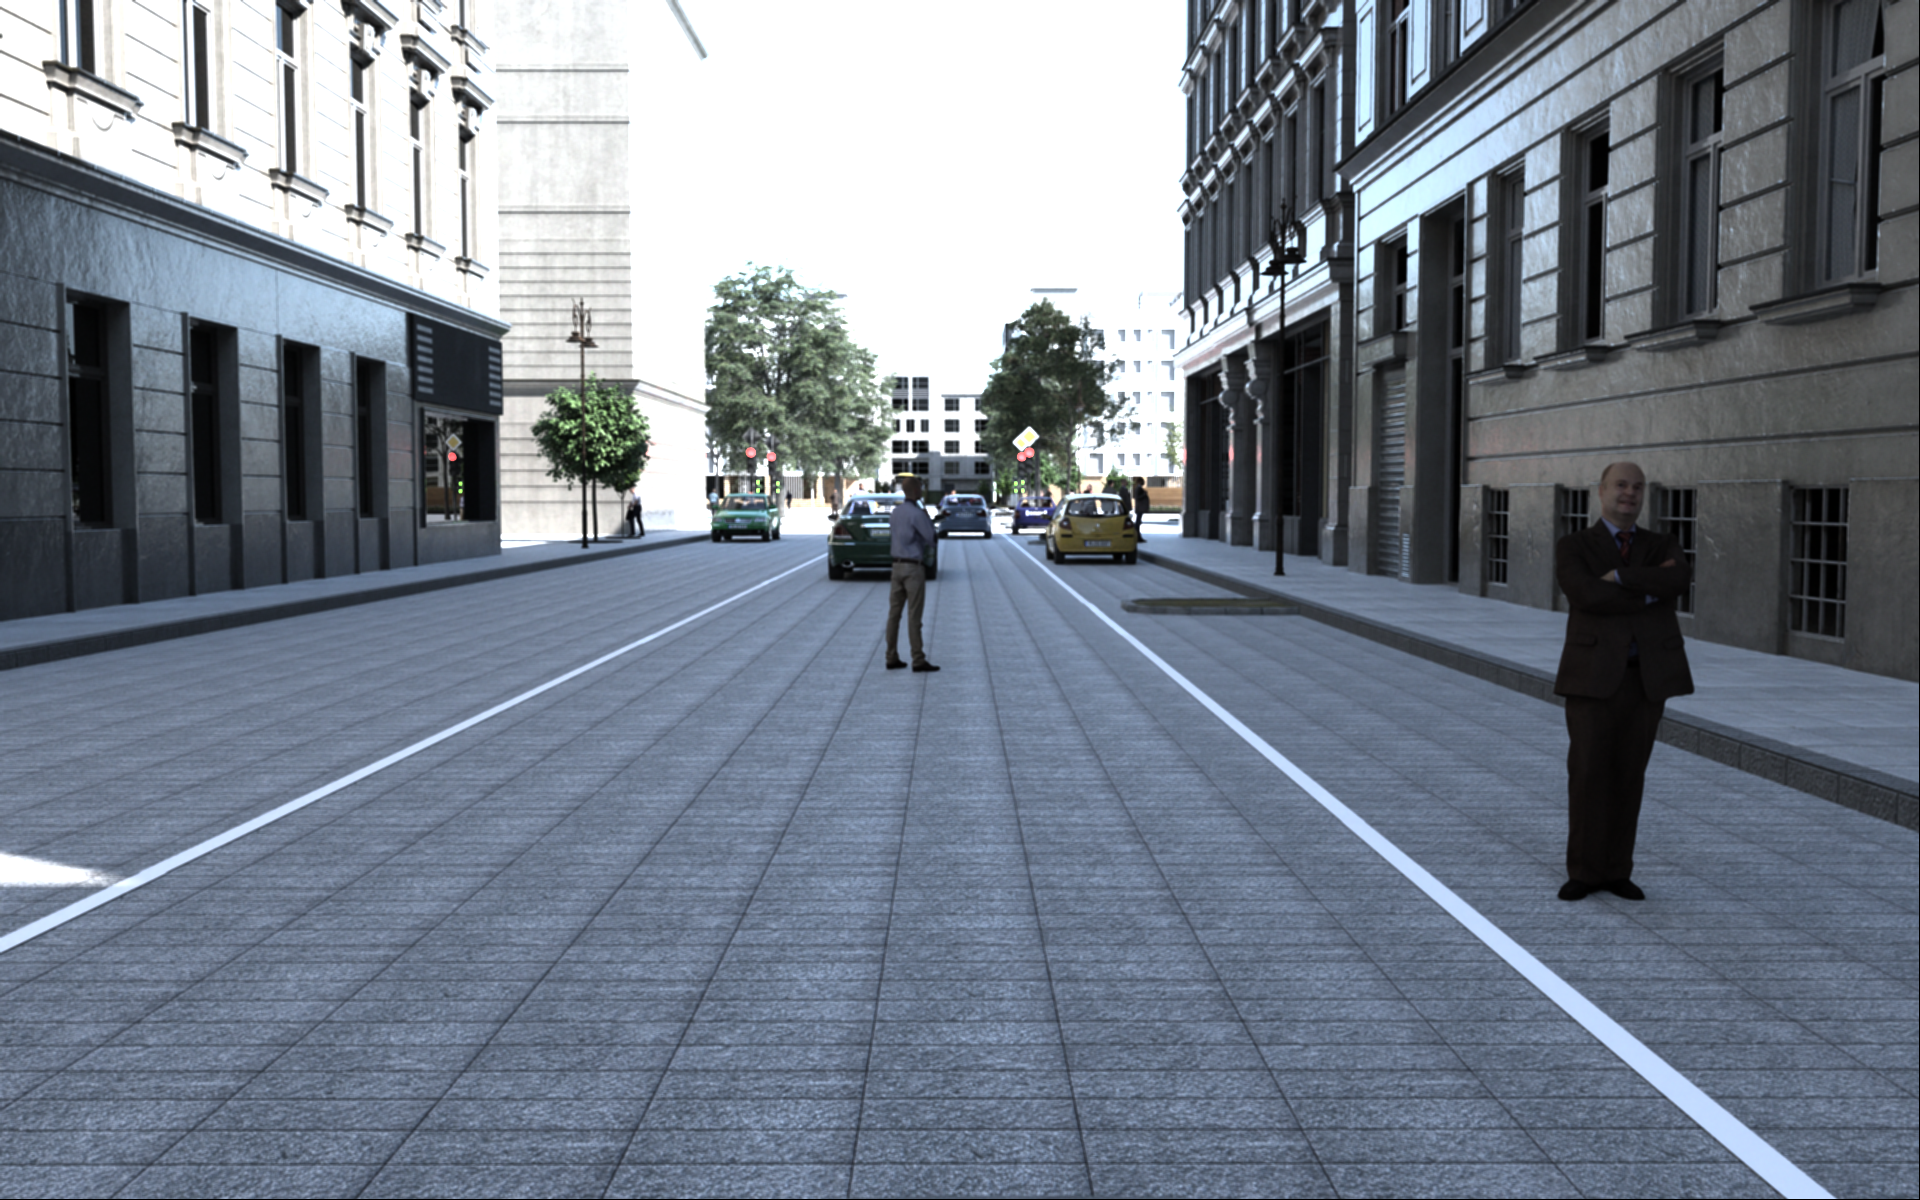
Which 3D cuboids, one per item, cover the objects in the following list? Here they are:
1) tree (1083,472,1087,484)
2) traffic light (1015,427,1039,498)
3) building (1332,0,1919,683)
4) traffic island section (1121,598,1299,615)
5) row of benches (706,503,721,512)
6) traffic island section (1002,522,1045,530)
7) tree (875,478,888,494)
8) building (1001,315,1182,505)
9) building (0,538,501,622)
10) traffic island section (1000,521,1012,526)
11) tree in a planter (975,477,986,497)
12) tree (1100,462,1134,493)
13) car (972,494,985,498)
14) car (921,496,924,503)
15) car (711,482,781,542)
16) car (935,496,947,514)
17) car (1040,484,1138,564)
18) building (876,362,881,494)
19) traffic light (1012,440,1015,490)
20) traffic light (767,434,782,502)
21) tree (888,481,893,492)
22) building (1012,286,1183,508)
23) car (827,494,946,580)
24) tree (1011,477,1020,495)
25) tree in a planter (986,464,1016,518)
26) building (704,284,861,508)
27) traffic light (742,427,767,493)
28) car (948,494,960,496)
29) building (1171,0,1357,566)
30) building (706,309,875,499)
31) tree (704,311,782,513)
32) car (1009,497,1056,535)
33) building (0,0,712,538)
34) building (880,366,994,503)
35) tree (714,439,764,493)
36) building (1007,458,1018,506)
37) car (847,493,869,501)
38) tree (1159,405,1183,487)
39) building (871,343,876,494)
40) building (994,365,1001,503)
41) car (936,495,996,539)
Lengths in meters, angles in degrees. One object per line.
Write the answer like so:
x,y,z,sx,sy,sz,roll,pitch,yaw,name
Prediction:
9.407,-10.226,150.902,4.285,4.588,4.351,0,3,0,tree
2.821,-5.017,71.268,0.839,4.213,0.868,0,4,0,traffic light
13.753,-11.045,13.875,16.112,22.955,30.059,0,4,0,building
3.022,0.084,21.485,1.991,0.108,1.994,0,4,0,traffic island section
-19.105,-6.731,125.514,4.104,0.672,1.422,2,4,33,row of benches
2.861,-3.003,71.381,2.009,0.180,2.903,0,4,0,traffic island section
-10.037,-13.245,211.158,1.663,3.219,1.824,0,3,0,tree
18.980,-22.631,213.984,27.936,21.610,32.646,0,4,0,building
-17.518,-14.692,16.636,17.030,29.872,44.131,0,4,0,building
2.834,-3.491,79.366,2.009,0.180,2.903,0,4,0,traffic island section
2.479,-11.246,181.090,1.991,3.239,1.994,0,4,0,tree in a planter
9.059,-6.656,103.422,1.663,3.219,1.824,0,3,0,tree
2.158,-13.088,223.033,2.155,1.783,4.494,0,4,0,car
-4.845,-10.637,185.915,2.014,1.417,4.499,0,4,2,car
-6.542,-2.712,53.137,1.959,1.807,4.718,0,4,0,car
-0.265,-4.421,84.862,1.945,1.354,3.894,0,4,0,car
2.745,-1.624,36.771,2.015,1.641,3.980,0,4,-1,car
-16.034,-22.385,222.407,11.380,20.091,16.016,0,4,0,building
2.794,-5.505,79.253,0.839,4.213,0.868,0,4,0,traffic light
-8.567,-5.502,79.199,0.839,4.213,0.868,0,4,0,traffic light
-9.365,-13.845,220.971,1.663,3.219,1.824,0,3,0,tree
12.986,-18.774,163.376,16.016,20.091,11.380,0,4,0,building
-1.304,-1.141,30.447,2.131,1.459,4.920,0,4,0,car
4.743,-9.880,156.141,1.663,3.219,1.824,0,3,0,tree
2.750,-6.551,104.331,1.991,3.239,1.994,0,4,0,tree in a planter
-17.086,-18.581,160.221,16.016,20.091,11.380,0,4,0,building
-8.540,-5.013,71.214,0.839,4.213,0.868,0,4,0,traffic light
-0.595,-10.006,173.377,2.009,1.686,4.222,0,4,-2,car
10.997,-12.177,50.008,10.553,20.767,40.483,0,4,0,building
-18.064,-19.280,181.677,16.747,18.905,31.486,0,4,0,building
-16.301,-12.558,115.692,12.009,13.543,11.850,0,3,0,tree
2.713,-3.027,62.079,1.945,1.354,3.894,0,4,2,car
-31.694,-17.431,61.406,44.131,29.872,17.030,0,4,0,building
-11.094,-23.286,247.175,31.486,18.905,16.747,0,4,0,building
-18.765,-12.144,148.922,4.360,8.622,3.978,0,3,0,tree
9.819,-14.754,183.373,9.099,9.664,28.070,0,4,0,building
-6.422,-6.333,113.142,1.945,1.707,3.694,0,4,-1,car
17.969,-11.666,141.093,4.737,8.622,4.395,0,3,0,tree
-18.396,-21.200,203.031,16.016,20.091,11.380,0,4,0,building
10.696,-23.837,246.152,11.380,20.091,16.016,0,4,0,building
0.178,-2.744,56.865,2.014,1.417,4.499,0,4,2,car
